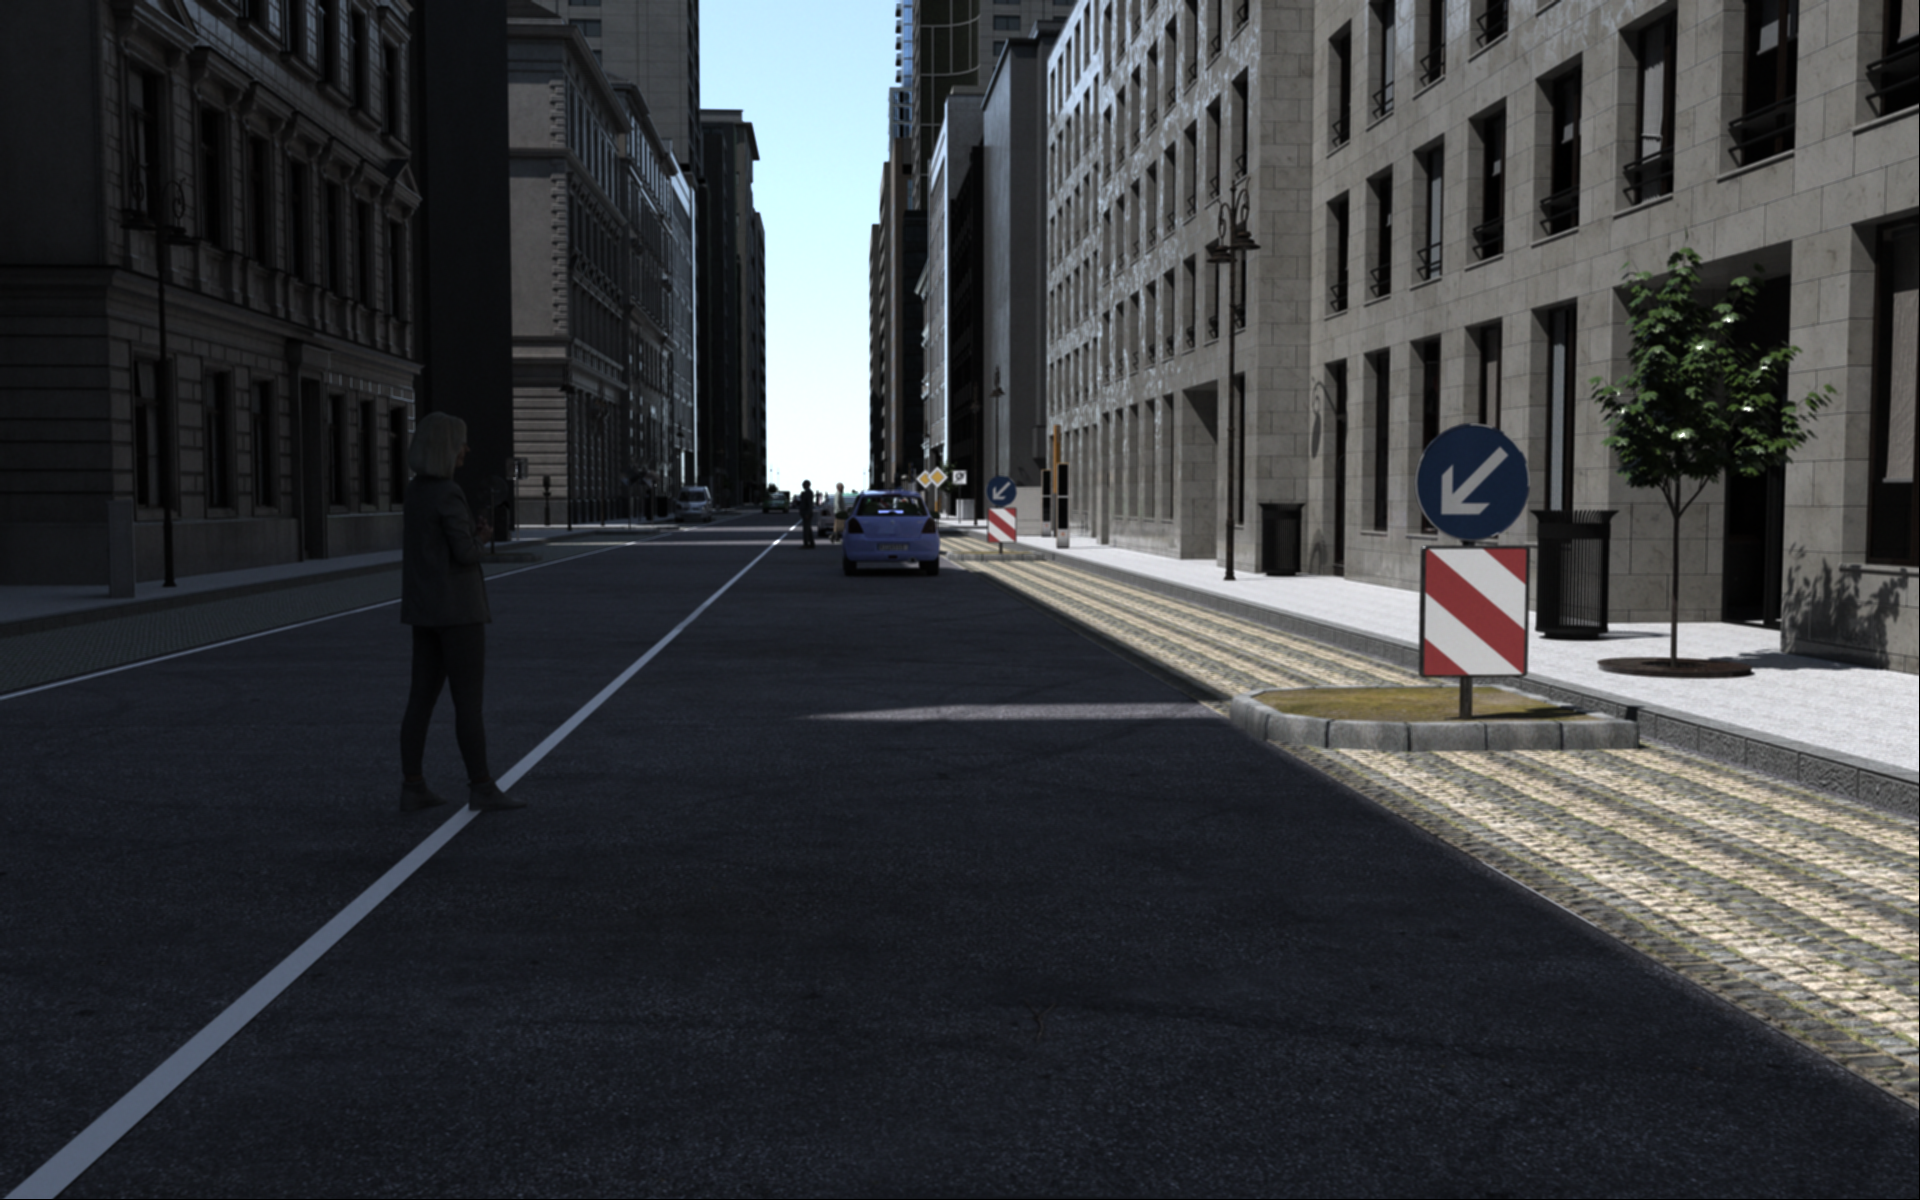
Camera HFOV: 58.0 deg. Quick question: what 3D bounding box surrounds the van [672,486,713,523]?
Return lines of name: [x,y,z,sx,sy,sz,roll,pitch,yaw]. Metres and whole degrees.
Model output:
van: [-13.432,-4.906,87.216,2.013,2.044,4.112,0,4,-5]

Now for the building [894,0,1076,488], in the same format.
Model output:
building: [3.134,-46.274,194.834,20.563,71.187,20.611,0,4,-4]

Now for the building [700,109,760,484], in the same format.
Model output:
building: [-42.544,-39.836,240.559,28.713,52.752,27.495,0,4,-4]

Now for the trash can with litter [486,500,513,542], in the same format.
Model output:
trash can with litter: [-12.423,-2.162,46.728,0.624,1.170,1.055,0,4,-5]

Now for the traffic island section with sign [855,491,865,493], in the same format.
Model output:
traffic island section with sign: [-11.125,-11.516,196.908,1.989,1.847,2.006,0,4,-4]

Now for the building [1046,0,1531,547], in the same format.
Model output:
building: [8.860,-12.121,52.924,10.420,20.320,16.860,0,4,-4]

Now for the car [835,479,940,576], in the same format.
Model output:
car: [-1.306,-1.353,31.712,1.945,1.707,3.694,0,4,-5]

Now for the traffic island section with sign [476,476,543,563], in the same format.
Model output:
traffic island section with sign: [-9.893,-1.704,36.495,1.989,1.847,2.006,0,4,-4]

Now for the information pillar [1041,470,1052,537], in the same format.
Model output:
information pillar: [2.594,-2.905,51.995,0.304,2.012,0.304,0,4,-1]

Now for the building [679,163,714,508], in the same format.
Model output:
building: [-29.073,-23.163,150.414,14.160,30.474,14.107,0,4,-4]

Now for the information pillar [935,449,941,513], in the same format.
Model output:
information pillar: [-1.139,-6.038,90.075,0.183,3.616,0.504,2,4,27]

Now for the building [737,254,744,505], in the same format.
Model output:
building: [-32.533,-26.190,199.903,14.160,30.474,14.107,0,4,-4]

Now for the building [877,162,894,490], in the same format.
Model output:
building: [-0.193,-37.734,240.646,21.300,48.544,21.600,0,4,-4]

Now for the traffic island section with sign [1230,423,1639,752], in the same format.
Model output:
traffic island section with sign: [2.724,-0.116,10.521,1.989,1.847,2.006,0,4,-4]

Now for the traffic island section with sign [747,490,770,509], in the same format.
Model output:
traffic island section with sign: [-19.704,-9.768,168.339,1.989,1.847,2.006,0,4,-4]

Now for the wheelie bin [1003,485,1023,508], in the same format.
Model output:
wheelie bin: [1.884,-3.142,59.273,0.980,1.594,0.693,-1,4,-21]

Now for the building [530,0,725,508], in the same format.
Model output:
building: [-33.328,-44.525,166.230,20.563,71.187,20.611,0,4,-4]

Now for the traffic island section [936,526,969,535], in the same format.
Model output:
traffic island section: [-0.788,-2.448,62.306,2.009,0.180,2.903,0,4,-4]

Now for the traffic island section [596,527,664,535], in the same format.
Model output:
traffic island section: [-11.749,-2.399,61.499,2.009,0.180,2.903,0,4,-4]

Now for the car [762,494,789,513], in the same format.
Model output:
car: [-13.885,-7.442,130.470,1.959,1.807,4.718,0,4,-2]

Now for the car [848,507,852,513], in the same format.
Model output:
car: [-1.762,-1.981,41.983,1.945,1.707,3.694,0,4,-3]

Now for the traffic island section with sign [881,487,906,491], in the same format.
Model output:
traffic island section with sign: [-3.342,-5.114,92.249,1.989,1.847,2.006,0,4,-4]

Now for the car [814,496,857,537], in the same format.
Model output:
car: [-3.992,-2.900,59.771,2.083,1.381,4.827,0,4,-5]

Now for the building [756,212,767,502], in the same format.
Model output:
building: [-42.482,-40.135,279.910,21.300,48.544,21.600,0,4,-4]

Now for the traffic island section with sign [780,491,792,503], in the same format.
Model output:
traffic island section with sign: [-27.882,-16.503,278.449,1.989,1.847,2.006,0,4,-4]

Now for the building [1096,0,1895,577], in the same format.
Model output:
building: [9.318,-11.091,36.083,10.420,20.320,16.860,0,4,-4]

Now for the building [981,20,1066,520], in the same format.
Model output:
building: [16.548,-15.900,79.036,30.058,24.678,14.314,0,4,-4]

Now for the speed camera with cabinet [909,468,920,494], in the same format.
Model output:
speed camera with cabinet: [-3.543,-8.573,134.506,0.660,3.252,2.038,1,4,9]

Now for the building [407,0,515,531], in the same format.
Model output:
building: [-22.942,-13.657,52.966,15.834,23.373,12.332,0,4,-4]

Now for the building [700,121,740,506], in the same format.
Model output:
building: [-31.112,-30.647,184.672,14.154,41.232,14.086,0,4,-4]

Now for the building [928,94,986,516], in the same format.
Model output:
building: [4.499,-18.047,113.095,12.078,24.808,19.932,0,4,-4]

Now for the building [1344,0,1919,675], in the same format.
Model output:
building: [11.409,-10.068,19.363,10.420,20.320,16.860,0,4,-4]

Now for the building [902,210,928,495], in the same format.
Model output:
building: [1.004,-24.877,178.441,14.160,30.474,14.107,0,4,-4]

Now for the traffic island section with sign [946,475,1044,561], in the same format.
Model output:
traffic island section with sign: [0.719,-1.775,37.645,1.989,1.847,2.006,0,4,-4]

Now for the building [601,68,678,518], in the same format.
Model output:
building: [-23.816,-18.626,101.798,12.463,27.353,25.104,0,4,-4]

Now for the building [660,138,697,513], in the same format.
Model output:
building: [-25.868,-18.766,124.840,12.078,24.808,19.932,0,4,-4]

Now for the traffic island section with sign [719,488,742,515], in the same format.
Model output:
traffic island section with sign: [-16.054,-6.759,119.143,1.989,1.847,2.006,0,4,-4]

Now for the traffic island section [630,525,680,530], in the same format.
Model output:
traffic island section: [-12.341,-2.886,69.462,2.009,0.180,2.903,0,4,-4]

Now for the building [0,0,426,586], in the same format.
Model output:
building: [-17.185,-10.268,32.506,10.561,19.102,19.286,0,4,-4]

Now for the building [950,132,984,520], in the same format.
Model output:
building: [6.149,-16.213,94.768,12.332,23.373,15.834,0,4,-4]

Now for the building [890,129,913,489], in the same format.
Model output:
building: [-1.332,-34.441,213.215,14.600,45.320,14.200,0,4,-4]

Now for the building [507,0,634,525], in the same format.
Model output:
building: [-21.591,-15.331,79.538,11.050,23.489,19.941,0,4,-4]

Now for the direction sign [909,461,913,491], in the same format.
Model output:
direction sign: [-3.420,-7.864,120.568,0.379,3.537,0.876,-1,4,-21]

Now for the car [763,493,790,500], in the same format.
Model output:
car: [-14.340,-7.717,135.210,2.155,1.783,4.494,0,4,-6]

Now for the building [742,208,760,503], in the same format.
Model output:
building: [-37.620,-37.449,262.401,14.600,45.320,14.200,0,4,-4]

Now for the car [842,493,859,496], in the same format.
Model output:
car: [-4.708,-4.142,76.517,1.959,1.807,4.718,0,4,-5]

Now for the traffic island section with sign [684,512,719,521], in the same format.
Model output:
traffic island section with sign: [-14.035,-5.115,92.263,1.989,1.847,2.006,0,4,-4]

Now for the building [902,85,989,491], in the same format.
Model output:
building: [10.841,-28.578,159.131,32.217,40.220,23.993,0,4,-4]

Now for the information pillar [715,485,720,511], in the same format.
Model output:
information pillar: [-18.791,-7.927,134.101,0.304,2.012,0.304,-1,4,-20]

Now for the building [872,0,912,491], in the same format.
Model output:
building: [-2.055,-58.288,265.673,22.319,86.520,31.000,0,4,-4]

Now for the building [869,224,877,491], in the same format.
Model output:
building: [-4.425,-40.946,293.172,21.300,48.544,21.600,0,4,-4]

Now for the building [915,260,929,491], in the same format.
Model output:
building: [2.775,-18.252,134.578,11.583,22.565,21.152,0,4,-4]

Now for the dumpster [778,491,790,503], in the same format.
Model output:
dumpster: [-26.162,-15.235,257.302,1.865,1.857,1.264,0,4,-3]

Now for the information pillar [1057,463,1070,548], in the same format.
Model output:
information pillar: [2.436,-2.230,40.950,0.304,2.012,0.304,0,4,3]
